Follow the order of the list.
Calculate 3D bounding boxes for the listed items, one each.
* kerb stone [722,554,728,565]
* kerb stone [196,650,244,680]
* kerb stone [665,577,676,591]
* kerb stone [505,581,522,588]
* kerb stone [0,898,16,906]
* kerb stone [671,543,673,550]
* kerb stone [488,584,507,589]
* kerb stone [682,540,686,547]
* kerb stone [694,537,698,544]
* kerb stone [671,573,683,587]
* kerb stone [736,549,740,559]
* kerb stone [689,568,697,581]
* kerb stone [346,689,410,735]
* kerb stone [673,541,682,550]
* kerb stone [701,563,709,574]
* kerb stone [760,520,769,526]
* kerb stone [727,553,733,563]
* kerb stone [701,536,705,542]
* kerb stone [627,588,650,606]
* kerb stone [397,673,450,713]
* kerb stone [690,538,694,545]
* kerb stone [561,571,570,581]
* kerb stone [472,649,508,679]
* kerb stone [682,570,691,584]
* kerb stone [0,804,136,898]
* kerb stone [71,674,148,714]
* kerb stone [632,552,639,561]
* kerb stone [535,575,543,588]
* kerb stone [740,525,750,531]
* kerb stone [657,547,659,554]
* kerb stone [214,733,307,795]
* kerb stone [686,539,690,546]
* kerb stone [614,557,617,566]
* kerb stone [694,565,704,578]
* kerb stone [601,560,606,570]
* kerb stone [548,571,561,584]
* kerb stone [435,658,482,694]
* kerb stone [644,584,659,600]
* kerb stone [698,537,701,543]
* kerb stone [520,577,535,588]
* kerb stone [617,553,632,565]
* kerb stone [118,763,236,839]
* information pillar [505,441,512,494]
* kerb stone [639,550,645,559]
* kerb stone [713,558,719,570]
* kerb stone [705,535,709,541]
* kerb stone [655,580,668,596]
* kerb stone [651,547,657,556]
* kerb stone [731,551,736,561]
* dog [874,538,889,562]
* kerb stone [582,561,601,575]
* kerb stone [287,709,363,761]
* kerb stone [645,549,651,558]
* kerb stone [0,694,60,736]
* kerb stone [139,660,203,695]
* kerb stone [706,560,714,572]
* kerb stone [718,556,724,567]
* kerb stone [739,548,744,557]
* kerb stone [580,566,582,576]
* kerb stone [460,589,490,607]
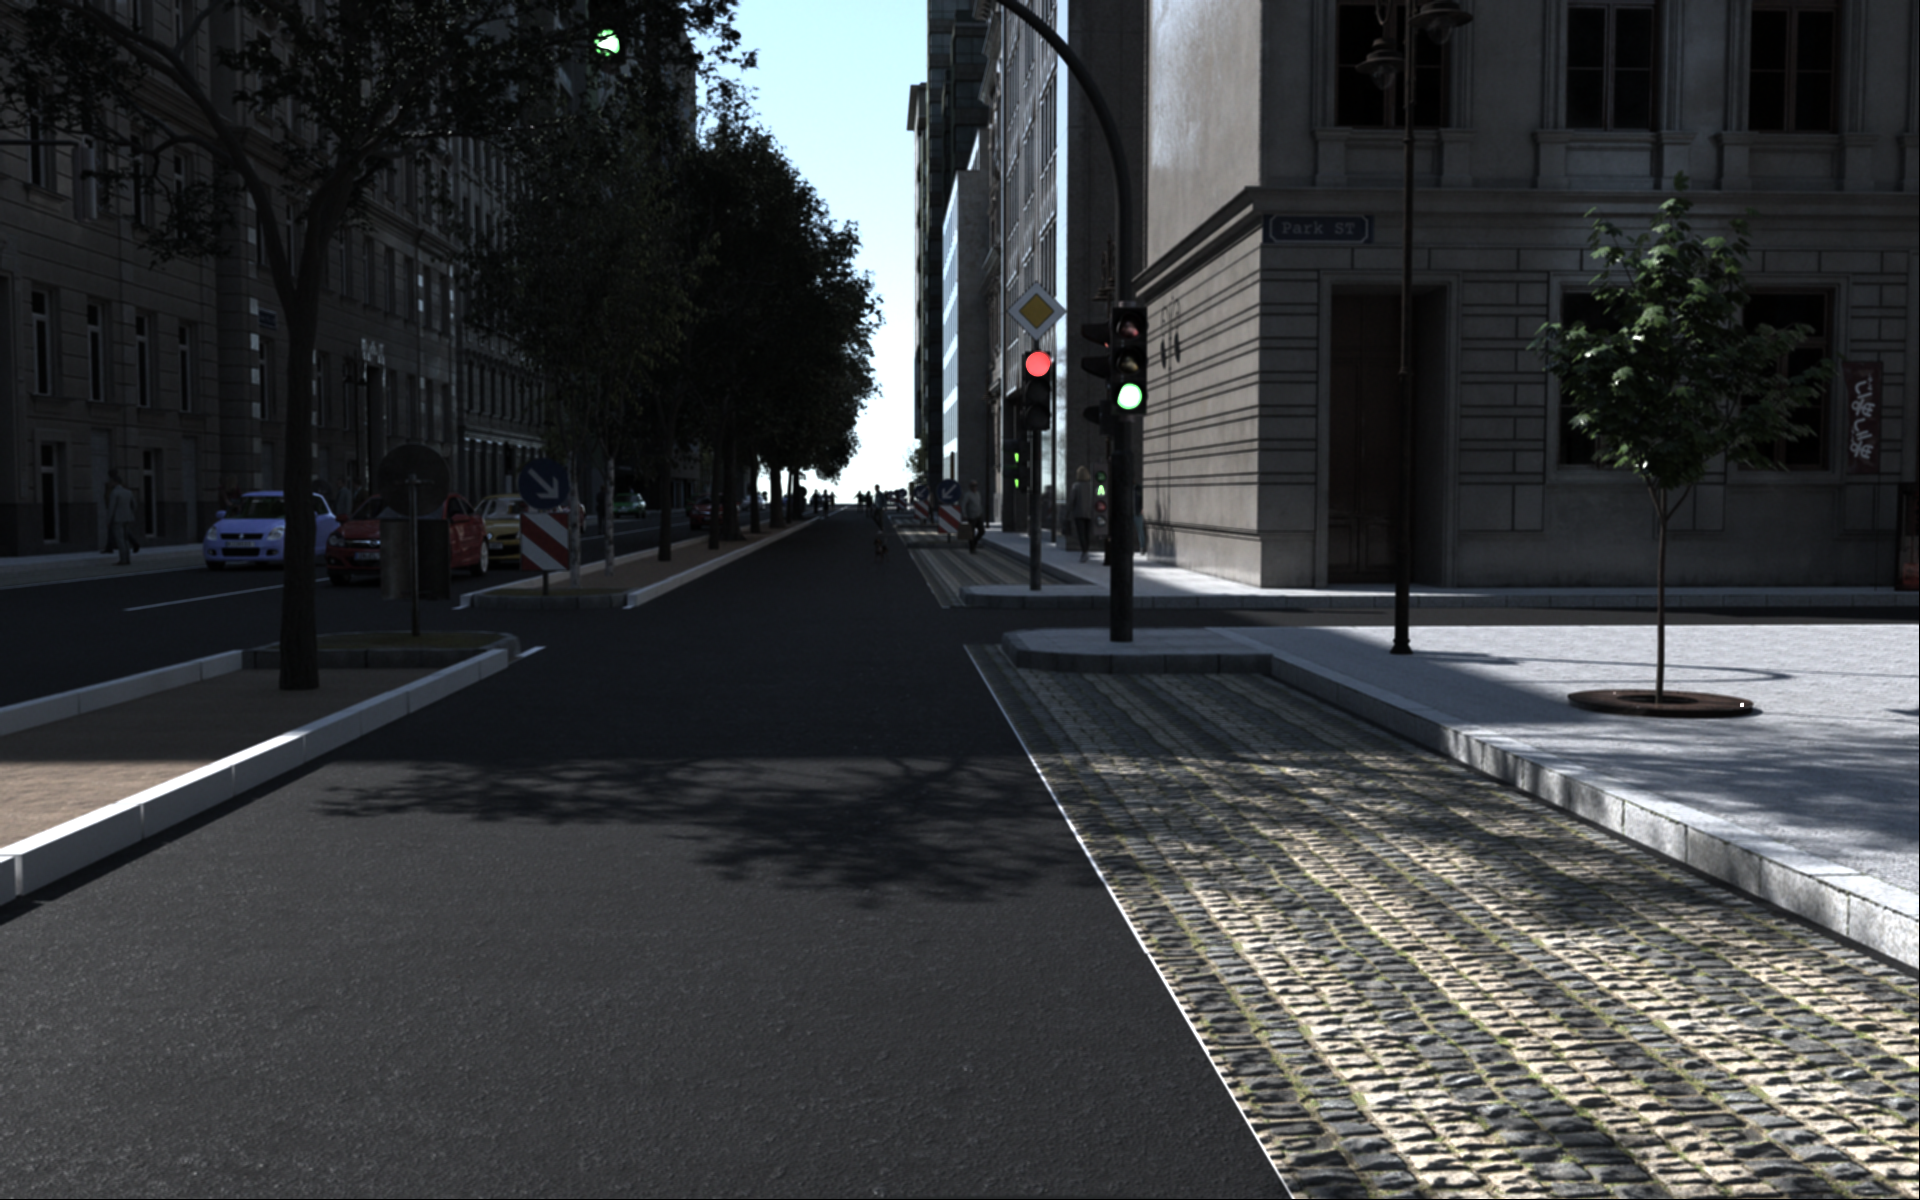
[{"bbox_3d":[-4.816,-0.773,34.859,0.120,0.150,1.000,0,4,-3],"label":"kerb stone"},{"bbox_3d":[-5.882,0.517,13.743,0.120,0.150,1.000,0,4,-3],"label":"kerb stone"},{"bbox_3d":[-4.362,-0.204,25.658,0.120,0.150,1.000,0,4,-3],"label":"kerb stone"},{"bbox_3d":[-6.409,-0.143,24.527,0.120,0.150,1.000,0,4,-3],"label":"kerb stone"},{"bbox_3d":[-3.380,1.013,5.630,0.120,0.150,1.000,0,4,-3],"label":"kerb stone"},{"bbox_3d":[-7.311,-1.265,42.947,0.120,0.150,1.000,0,4,-3],"label":"kerb stone"},{"bbox_3d":[-6.354,-0.080,23.503,0.120,0.150,1.000,0,4,-3],"label":"kerb stone"},{"bbox_3d":[-7.462,-1.458,46.029,0.120,0.150,1.000,0,4,-3],"label":"kerb stone"},{"bbox_3d":[-7.620,-1.646,49.114,0.120,0.150,1.000,0,4,-3],"label":"kerb stone"},{"bbox_3d":[-4.415,-0.274,26.678,0.120,0.150,1.000,0,4,-3],"label":"kerb stone"},{"bbox_3d":[-4.968,-0.962,37.924,0.120,0.150,1.000,0,4,-3],"label":"kerb stone"},{"bbox_3d":[-4.508,-0.399,28.720,0.120,0.150,1.000,0,4,-3],"label":"kerb stone"},{"bbox_3d":[-3.632,0.699,10.759,0.120,0.150,1.000,0,4,-3],"label":"kerb stone"},{"bbox_3d":[-7.415,-1.394,45.003,0.120,0.150,1.000,0,4,-3],"label":"kerb stone"},{"bbox_3d":[-4.608,-0.524,30.765,0.120,0.150,1.000,0,4,-3],"label":"kerb stone"},{"bbox_3d":[-9.231,-3.650,81.871,0.120,0.150,1.000,0,4,-3],"label":"kerb stone"},{"bbox_3d":[-4.866,-0.833,35.882,0.120,0.150,1.000,0,4,-3],"label":"kerb stone"},{"bbox_3d":[-7.726,-1.771,51.155,0.120,0.150,1.000,0,4,-3],"label":"kerb stone"},{"bbox_3d":[-4.207,-0.024,22.582,0.120,0.150,1.000,0,4,-3],"label":"kerb stone"},{"bbox_3d":[-3.677,0.638,11.795,0.120,0.150,1.000,0,4,-3],"label":"kerb stone"},{"bbox_3d":[-7.568,-1.584,48.086,0.120,0.150,1.000,0,4,-3],"label":"kerb stone"},{"bbox_3d":[-6.614,-0.393,28.629,0.120,0.150,1.000,0,4,-3],"label":"kerb stone"},{"bbox_3d":[-3.779,0.511,13.841,0.120,0.150,1.000,0,4,-3],"label":"kerb stone"},{"bbox_3d":[-4.458,-0.334,27.699,0.120,0.150,1.000,0,4,-3],"label":"kerb stone"},{"bbox_3d":[-3.426,0.950,6.669,0.120,0.150,1.000,0,4,-3],"label":"kerb stone"},{"bbox_3d":[-5.774,0.645,11.694,0.120,0.150,1.000,0,4,-3],"label":"kerb stone"},{"bbox_3d":[-7.011,-0.894,36.809,0.120,0.150,1.000,0,4,-3],"label":"kerb stone"},{"bbox_3d":[-6.512,-0.264,26.568,0.120,0.150,1.000,0,4,-3],"label":"kerb stone"},{"bbox_3d":[-8.626,-2.894,69.579,0.120,0.150,1.000,0,4,-3],"label":"kerb stone"},{"bbox_3d":[-7.206,-1.139,40.897,0.120,0.150,1.000,0,4,-3],"label":"kerb stone"},{"bbox_3d":[-3.526,0.825,8.711,0.120,0.150,1.000,0,4,-3],"label":"kerb stone"},{"bbox_3d":[-7.520,-1.520,47.053,0.120,0.150,1.000,0,4,-3],"label":"kerb stone"},{"bbox_3d":[-6.868,-0.706,33.742,0.120,0.150,1.000,0,4,-3],"label":"kerb stone"},{"bbox_3d":[-4.559,-0.462,29.744,0.120,0.150,1.000,0,4,-3],"label":"kerb stone"},{"bbox_3d":[-6.816,-0.644,32.722,0.120,0.150,1.000,0,4,-3],"label":"kerb stone"},{"bbox_3d":[-6.559,-0.330,27.598,0.120,0.150,1.000,0,4,-3],"label":"kerb stone"},{"bbox_3d":[-3.731,0.574,12.815,0.120,0.150,1.000,0,4,-3],"label":"kerb stone"},{"bbox_3d":[-4.263,-0.086,23.609,0.120,0.150,1.000,0,4,-3],"label":"kerb stone"},{"bbox_3d":[-7.673,-1.705,50.135,0.120,0.150,1.000,0,4,-3],"label":"kerb stone"},{"bbox_3d":[-6.463,-0.205,25.547,0.120,0.150,1.000,0,4,-3],"label":"kerb stone"},{"bbox_3d":[-6.965,-0.829,35.788,0.120,0.150,1.000,0,4,-3],"label":"kerb stone"},{"bbox_3d":[-3.475,0.887,7.690,0.120,0.150,1.000,0,4,-3],"label":"kerb stone"},{"bbox_3d":[-19.866,-5.190,76.206,0.183,3.616,0.504,1,4,10],"label":"information pillar"},{"bbox_3d":[-7.066,-0.956,37.829,0.120,0.150,1.000,0,4,-3],"label":"kerb stone"},{"bbox_3d":[-4.712,-0.649,32.815,0.120,0.150,1.000,0,4,-3],"label":"kerb stone"},{"bbox_3d":[-7.758,-1.834,52.177,0.120,0.150,1.000,0,4,-3],"label":"kerb stone"},{"bbox_3d":[-4.308,-0.149,24.633,0.120,0.150,1.000,0,4,-3],"label":"kerb stone"},{"bbox_3d":[-7.158,-1.079,39.876,0.120,0.150,1.000,0,4,-3],"label":"kerb stone"},{"bbox_3d":[-4.922,-0.900,36.903,0.120,0.150,1.000,0,4,-3],"label":"kerb stone"},{"bbox_3d":[-1.654,-1.056,36.558,0.406,0.507,0.540,-1,4,-19],"label":"dog"},{"bbox_3d":[-6.765,-0.581,31.691,0.120,0.150,1.000,0,4,-3],"label":"kerb stone"},{"bbox_3d":[-3.580,0.762,9.738,0.120,0.150,1.000,0,4,-3],"label":"kerb stone"},{"bbox_3d":[-7.109,-1.019,38.855,0.120,0.150,1.000,0,4,-3],"label":"kerb stone"},{"bbox_3d":[-5.724,0.707,10.673,0.120,0.150,1.000,0,4,-3],"label":"kerb stone"},{"bbox_3d":[-5.835,0.582,12.717,0.120,0.150,1.000,0,4,-3],"label":"kerb stone"},{"bbox_3d":[-4.663,-0.587,31.794,0.120,0.150,1.000,0,4,-3],"label":"kerb stone"},{"bbox_3d":[-4.771,-0.712,33.838,0.120,0.150,1.000,0,4,-3],"label":"kerb stone"},{"bbox_3d":[-5.018,-1.024,38.945,0.120,0.150,1.000,0,4,-3],"label":"kerb stone"},{"bbox_3d":[-6.657,-0.456,29.650,0.120,0.150,1.000,0,4,-3],"label":"kerb stone"},{"bbox_3d":[-6.308,-0.014,22.479,0.120,0.150,1.000,0,4,-3],"label":"kerb stone"}]
